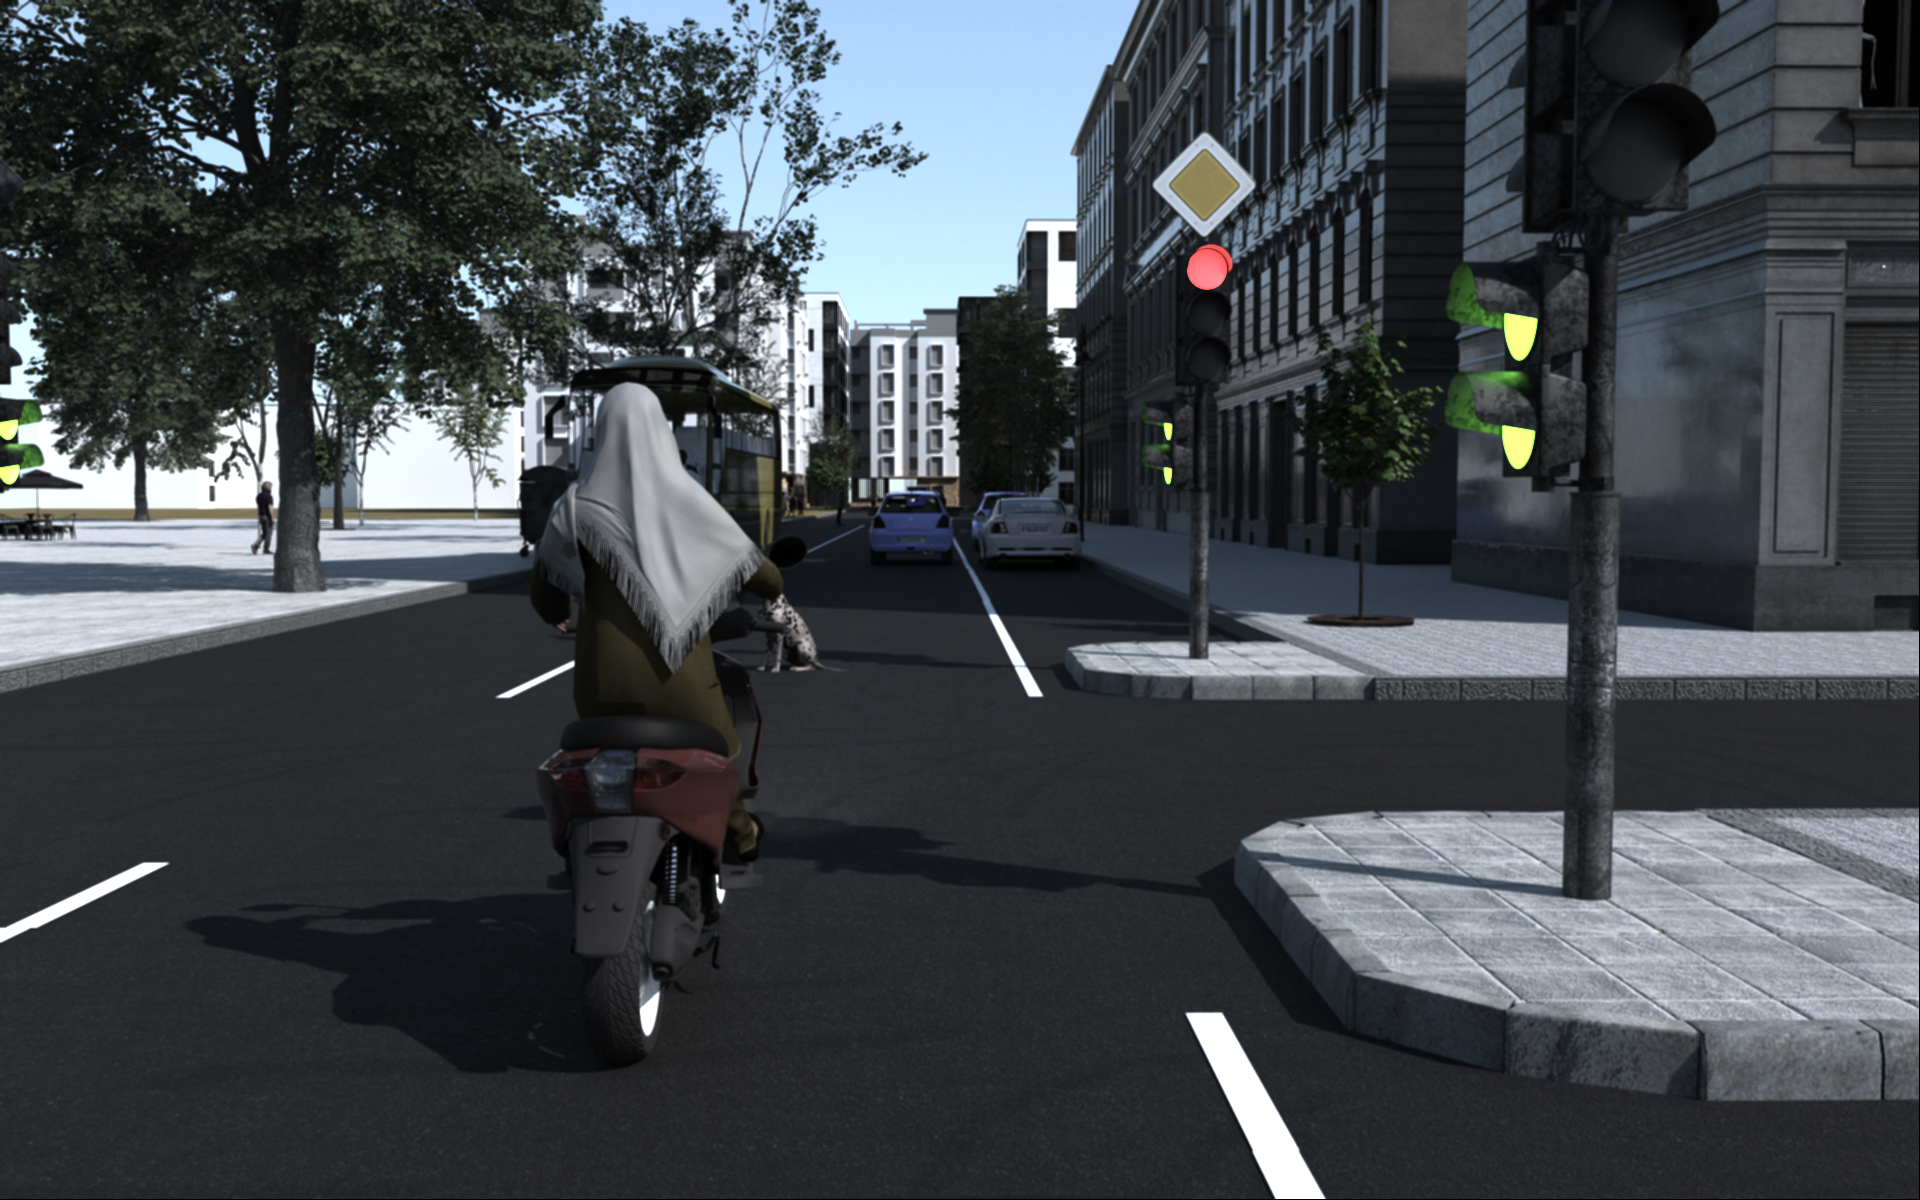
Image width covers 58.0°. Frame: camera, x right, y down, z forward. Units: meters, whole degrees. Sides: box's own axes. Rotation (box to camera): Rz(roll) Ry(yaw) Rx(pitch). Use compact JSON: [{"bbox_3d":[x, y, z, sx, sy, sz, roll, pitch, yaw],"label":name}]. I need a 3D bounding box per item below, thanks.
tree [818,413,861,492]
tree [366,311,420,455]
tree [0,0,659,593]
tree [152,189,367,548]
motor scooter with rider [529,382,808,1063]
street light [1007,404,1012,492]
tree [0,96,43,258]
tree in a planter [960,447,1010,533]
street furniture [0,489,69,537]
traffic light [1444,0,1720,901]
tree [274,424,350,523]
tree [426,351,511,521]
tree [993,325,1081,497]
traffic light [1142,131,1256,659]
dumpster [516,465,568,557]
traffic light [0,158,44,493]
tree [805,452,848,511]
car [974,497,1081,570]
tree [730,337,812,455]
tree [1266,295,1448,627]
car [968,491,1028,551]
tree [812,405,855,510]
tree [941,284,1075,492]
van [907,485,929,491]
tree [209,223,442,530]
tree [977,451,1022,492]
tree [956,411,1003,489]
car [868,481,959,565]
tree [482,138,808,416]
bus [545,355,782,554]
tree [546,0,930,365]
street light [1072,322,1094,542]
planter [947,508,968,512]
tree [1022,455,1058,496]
[{"bbox_3d":[-10.860,-12.558,155.691,4.737,8.622,4.395,0,3,0],"label":"tree"},{"bbox_3d":[-23.833,-7.260,69.066,4.360,8.622,3.978,0,3,0],"label":"tree"},{"bbox_3d":[-8.818,-7.078,22.380,9.857,13.997,8.962,0,3,0],"label":"tree"},{"bbox_3d":[-16.746,-5.522,40.648,4.360,8.622,3.978,0,3,0],"label":"tree"},{"bbox_3d":[-0.828,0.244,4.973,0.876,1.779,1.986,0,4,-1],"label":"motor scooter with rider"},{"bbox_3d":[2.567,-7.060,88.225,0.468,5.910,1.993,0,4,-1],"label":"street light"},{"bbox_3d":[-19.336,-7.401,28.428,7.806,13.903,7.818,0,3,0],"label":"tree"},{"bbox_3d":[0.986,-4.147,65.026,1.991,3.239,1.994,0,4,-1],"label":"tree in a planter"},{"bbox_3d":[-35.124,-3.294,58.891,14.083,1.986,27.439,0,4,-3],"label":"street furniture"},{"bbox_3d":[1.985,-0.990,5.423,0.839,4.213,0.868,0,4,-1],"label":"traffic light"},{"bbox_3d":[-28.930,-5.737,77.520,4.285,4.588,4.351,0,3,0],"label":"tree"},{"bbox_3d":[-23.311,-8.107,82.911,4.737,8.622,4.395,0,3,0],"label":"tree"},{"bbox_3d":[3.384,-7.688,76.066,4.737,8.622,4.395,0,3,0],"label":"tree"},{"bbox_3d":[1.845,-1.478,13.407,0.839,4.213,0.868,0,4,-1],"label":"traffic light"},{"bbox_3d":[-8.378,-1.840,35.850,1.264,1.857,1.865,0,4,-1],"label":"dumpster"},{"bbox_3d":[-7.514,-1.467,13.228,0.839,4.213,0.868,0,4,-1],"label":"traffic light"},{"bbox_3d":[-10.359,-9.209,134.279,4.285,4.588,4.351,0,3,0],"label":"tree"},{"bbox_3d":[1.339,-1.340,34.263,2.083,1.381,4.827,0,4,-1],"label":"car"},{"bbox_3d":[-9.473,-7.892,79.397,4.360,8.622,3.978,0,3,0],"label":"tree"},{"bbox_3d":[3.996,-1.367,16.950,1.663,3.219,1.824,0,3,0],"label":"tree"},{"bbox_3d":[1.174,-2.163,44.955,1.945,1.707,3.694,0,4,-1],"label":"car"},{"bbox_3d":[-10.901,-11.813,143.498,4.360,8.622,3.978,0,3,0],"label":"tree"},{"bbox_3d":[2.861,-10.769,94.193,7.486,12.596,7.792,0,3,0],"label":"tree"},{"bbox_3d":[-3.416,-8.373,141.280,2.240,2.365,5.245,0,4,1],"label":"van"},{"bbox_3d":[-22.339,-8.301,61.474,9.928,11.665,9.643,0,3,0],"label":"tree"},{"bbox_3d":[2.865,-8.668,125.436,4.285,4.588,4.351,0,3,0],"label":"tree"},{"bbox_3d":[1.660,-12.036,147.144,4.360,8.622,3.978,0,3,0],"label":"tree"},{"bbox_3d":[-0.984,-1.638,36.377,1.945,1.707,3.694,0,4,0],"label":"car"},{"bbox_3d":[-8.526,-6.839,46.233,8.767,10.594,7.601,-1,4,-16],"label":"tree"},{"bbox_3d":[-5.384,-2.622,34.409,2.896,3.916,12.252,0,4,0],"label":"bus"},{"bbox_3d":[-7.922,-12.450,59.454,12.611,20.169,13.585,0,3,0],"label":"tree"},{"bbox_3d":[3.292,-4.521,46.709,0.468,5.910,1.993,0,4,-1],"label":"street light"},{"bbox_3d":[-0.379,-7.425,142.532,1.991,0.319,1.994,0,4,-1],"label":"planter"},{"bbox_3d":[3.675,-5.464,83.937,1.663,3.219,1.824,0,3,0],"label":"tree"}]
